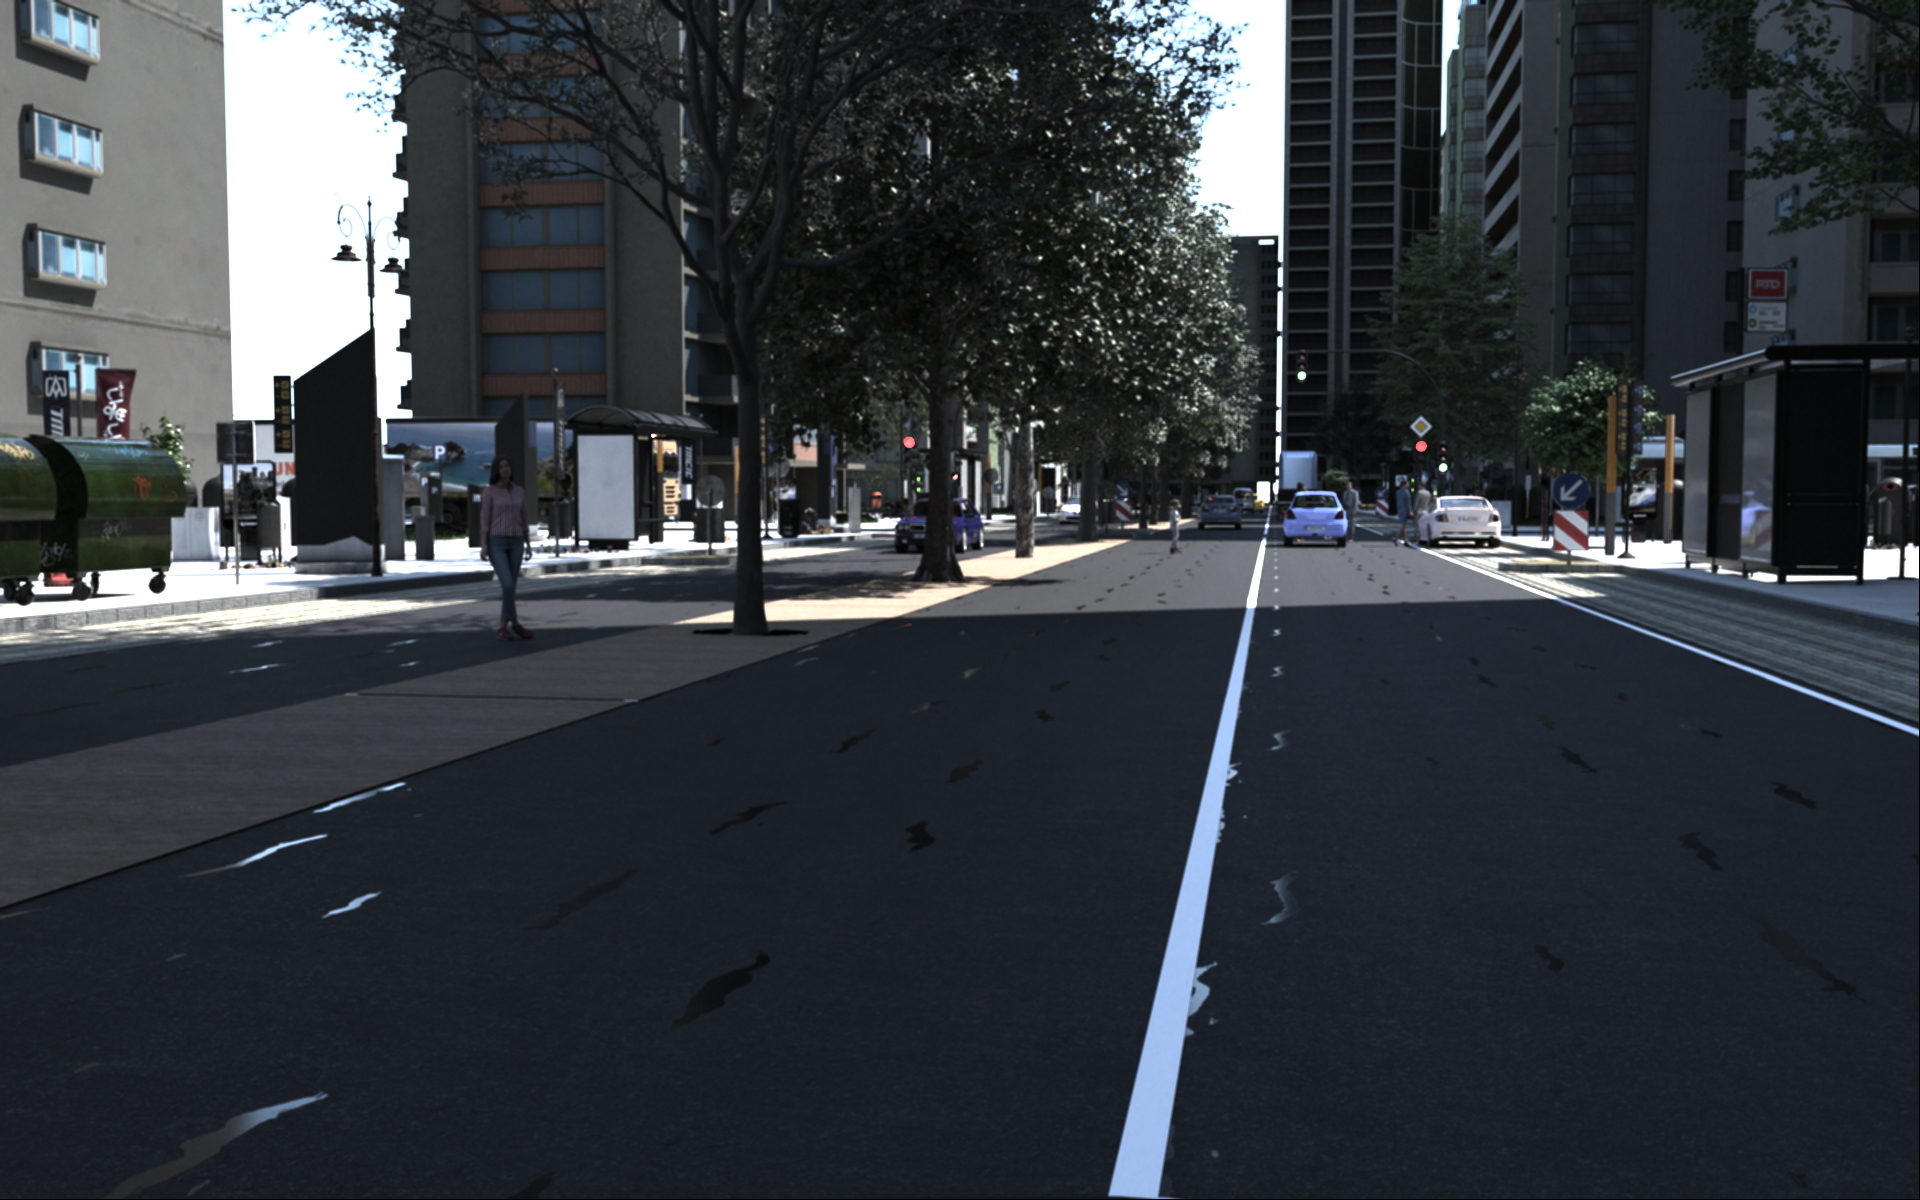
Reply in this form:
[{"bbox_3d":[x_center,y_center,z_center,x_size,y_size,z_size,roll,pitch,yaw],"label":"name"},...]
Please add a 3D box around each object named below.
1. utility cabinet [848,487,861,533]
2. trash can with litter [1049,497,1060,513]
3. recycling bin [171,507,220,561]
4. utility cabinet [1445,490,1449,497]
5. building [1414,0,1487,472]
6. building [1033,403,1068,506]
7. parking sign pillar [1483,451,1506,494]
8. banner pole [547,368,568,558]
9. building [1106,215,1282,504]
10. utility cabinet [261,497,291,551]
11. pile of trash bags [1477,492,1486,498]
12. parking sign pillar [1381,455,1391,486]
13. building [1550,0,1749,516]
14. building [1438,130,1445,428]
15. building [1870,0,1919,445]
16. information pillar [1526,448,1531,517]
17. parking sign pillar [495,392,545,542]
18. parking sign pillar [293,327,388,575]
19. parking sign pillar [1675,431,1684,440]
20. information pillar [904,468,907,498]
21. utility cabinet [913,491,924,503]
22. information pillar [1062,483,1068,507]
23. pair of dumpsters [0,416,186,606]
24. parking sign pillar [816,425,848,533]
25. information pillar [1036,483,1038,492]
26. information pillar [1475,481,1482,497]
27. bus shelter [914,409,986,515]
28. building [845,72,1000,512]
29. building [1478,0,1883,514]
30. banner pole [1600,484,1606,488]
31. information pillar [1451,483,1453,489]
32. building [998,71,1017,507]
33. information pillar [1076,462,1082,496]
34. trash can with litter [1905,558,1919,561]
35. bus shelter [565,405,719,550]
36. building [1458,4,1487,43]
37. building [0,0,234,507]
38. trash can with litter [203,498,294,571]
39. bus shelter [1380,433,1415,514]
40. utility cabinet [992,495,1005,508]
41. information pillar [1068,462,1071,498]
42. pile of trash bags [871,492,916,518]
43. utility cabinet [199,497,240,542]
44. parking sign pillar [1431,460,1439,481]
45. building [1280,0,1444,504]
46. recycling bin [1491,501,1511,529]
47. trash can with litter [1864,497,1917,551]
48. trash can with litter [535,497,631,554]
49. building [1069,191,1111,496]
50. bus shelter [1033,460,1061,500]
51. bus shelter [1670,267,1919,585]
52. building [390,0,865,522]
[{"bbox_3d":[-3.451,-2.946,56.841,0.318,1.500,1.173,-1,4,-10],"label":"utility cabinet"},{"bbox_3d":[6.314,-6.325,114.808,1.055,1.170,0.624,-2,4,-24],"label":"trash can with litter"},{"bbox_3d":[-14.745,-1.276,33.419,0.722,1.027,0.722,-1,4,-9],"label":"recycling bin"},{"bbox_3d":[26.622,-5.269,94.830,0.318,1.500,1.173,-1,4,-20],"label":"utility cabinet"},{"bbox_3d":[61.098,-53.177,182.118,22.319,86.520,31.000,1,4,10],"label":"building"},{"bbox_3d":[-1.079,-37.073,195.375,27.495,52.752,28.713,1,4,10],"label":"building"},{"bbox_3d":[32.652,-7.178,105.837,1.447,3.967,1.447,-1,4,-15],"label":"parking sign pillar"},{"bbox_3d":[-7.961,-2.715,34.414,0.401,3.779,0.863,-2,4,-29],"label":"banner pole"},{"bbox_3d":[33.149,-33.814,244.733,23.993,40.220,32.217,1,4,10],"label":"building"},{"bbox_3d":[-15.579,-1.729,39.438,0.306,1.237,1.020,0,4,1],"label":"utility cabinet"},{"bbox_3d":[22.388,-3.999,75.136,1.912,1.369,3.447,0,4,5],"label":"pile of trash bags"},{"bbox_3d":[29.204,-7.925,118.038,1.447,3.967,1.447,-1,4,-15],"label":"parking sign pillar"},{"bbox_3d":[39.386,-19.721,94.140,14.160,30.474,14.107,1,4,10],"label":"building"},{"bbox_3d":[78.896,-39.418,233.718,27.495,52.752,28.713,1,4,10],"label":"building"},{"bbox_3d":[46.222,-27.557,74.262,21.600,48.544,21.300,1,4,10],"label":"building"},{"bbox_3d":[25.082,-5.203,76.431,0.183,3.616,0.504,0,4,1],"label":"information pillar"},{"bbox_3d":[-11.861,-3.537,46.296,1.447,3.967,1.447,3,5,40],"label":"parking sign pillar"},{"bbox_3d":[-10.083,-2.425,28.113,1.447,3.967,1.447,0,4,-3],"label":"parking sign pillar"},{"bbox_3d":[28.738,-4.982,69.928,1.447,3.967,1.447,2,4,29],"label":"parking sign pillar"},{"bbox_3d":[-3.261,-6.845,103.272,0.183,3.616,0.504,0,4,7],"label":"information pillar"},{"bbox_3d":[-2.590,-6.540,115.606,1.173,1.500,0.318,2,4,29],"label":"utility cabinet"},{"bbox_3d":[7.044,-6.835,116.243,0.304,2.012,0.304,-1,4,-21],"label":"information pillar"},{"bbox_3d":[-11.085,-1.089,20.307,1.574,2.255,4.437,1,4,10],"label":"pair of dumpsters"},{"bbox_3d":[-4.441,-4.233,57.688,1.447,3.967,1.447,0,4,5],"label":"parking sign pillar"},{"bbox_3d":[4.908,-6.694,113.945,0.304,2.012,0.304,-3,4,-39],"label":"information pillar"},{"bbox_3d":[29.710,-5.791,99.168,0.304,2.012,0.304,-2,4,-28],"label":"information pillar"},{"bbox_3d":[-0.573,-6.304,80.705,2.179,5.291,8.768,1,4,10],"label":"bus shelter"},{"bbox_3d":[-5.092,-27.025,125.449,14.154,41.232,14.086,1,4,10],"label":"building"},{"bbox_3d":[48.845,-30.414,120.977,21.300,48.544,21.600,1,4,10],"label":"building"},{"bbox_3d":[30.072,-5.523,80.324,0.401,3.779,0.863,-3,4,-38],"label":"banner pole"},{"bbox_3d":[26.421,-5.385,92.537,0.304,2.012,0.304,-3,4,-36],"label":"information pillar"},{"bbox_3d":[-5.466,-51.598,156.291,22.319,86.520,31.000,1,4,10],"label":"building"},{"bbox_3d":[8.589,-8.144,124.510,0.504,3.616,0.183,3,4,37],"label":"information pillar"},{"bbox_3d":[19.280,-1.360,33.288,2.233,1.210,1.678,1,4,16],"label":"trash can with litter"},{"bbox_3d":[-7.662,-2.937,41.944,2.014,3.302,5.546,1,4,10],"label":"bus shelter"},{"bbox_3d":[49.316,-28.396,147.865,14.154,41.232,14.086,1,4,10],"label":"building"},{"bbox_3d":[-34.565,-25.672,43.441,21.600,48.544,21.300,1,4,10],"label":"building"},{"bbox_3d":[-12.307,-1.155,29.934,1.678,1.210,2.233,1,4,20],"label":"trash can with litter"},{"bbox_3d":[28.357,-8.220,112.028,2.179,5.291,8.768,1,4,10],"label":"bus shelter"},{"bbox_3d":[2.922,-7.157,128.182,0.306,1.237,1.020,2,4,35],"label":"utility cabinet"},{"bbox_3d":[7.890,-8.176,125.027,0.183,3.616,0.504,1,4,18],"label":"information pillar"},{"bbox_3d":[-3.496,-5.112,93.326,1.912,1.369,3.447,3,5,41],"label":"pile of trash bags"},{"bbox_3d":[-19.679,-2.139,46.128,1.020,1.237,0.306,0,4,2],"label":"utility cabinet"},{"bbox_3d":[26.607,-6.617,96.666,1.447,3.967,1.447,2,4,25],"label":"parking sign pillar"},{"bbox_3d":[53.951,-48.639,233.507,20.611,71.187,20.563,1,4,10],"label":"building"},{"bbox_3d":[20.207,-3.190,64.716,0.722,1.027,0.722,1,4,16],"label":"recycling bin"},{"bbox_3d":[21.301,-1.785,40.244,1.678,1.210,2.233,3,4,37],"label":"trash can with litter"},{"bbox_3d":[-8.328,-1.637,37.818,2.233,1.210,1.678,-1,4,-11],"label":"trash can with litter"},{"bbox_3d":[9.585,-37.833,242.276,21.600,48.544,21.300,1,4,10],"label":"building"},{"bbox_3d":[5.754,-7.861,119.813,1.731,3.624,6.357,1,4,10],"label":"bus shelter"},{"bbox_3d":[13.167,-3.110,28.487,2.179,5.291,8.768,1,4,10],"label":"bus shelter"},{"bbox_3d":[-17.637,-26.830,93.296,22.147,44.769,28.867,1,4,10],"label":"building"}]
